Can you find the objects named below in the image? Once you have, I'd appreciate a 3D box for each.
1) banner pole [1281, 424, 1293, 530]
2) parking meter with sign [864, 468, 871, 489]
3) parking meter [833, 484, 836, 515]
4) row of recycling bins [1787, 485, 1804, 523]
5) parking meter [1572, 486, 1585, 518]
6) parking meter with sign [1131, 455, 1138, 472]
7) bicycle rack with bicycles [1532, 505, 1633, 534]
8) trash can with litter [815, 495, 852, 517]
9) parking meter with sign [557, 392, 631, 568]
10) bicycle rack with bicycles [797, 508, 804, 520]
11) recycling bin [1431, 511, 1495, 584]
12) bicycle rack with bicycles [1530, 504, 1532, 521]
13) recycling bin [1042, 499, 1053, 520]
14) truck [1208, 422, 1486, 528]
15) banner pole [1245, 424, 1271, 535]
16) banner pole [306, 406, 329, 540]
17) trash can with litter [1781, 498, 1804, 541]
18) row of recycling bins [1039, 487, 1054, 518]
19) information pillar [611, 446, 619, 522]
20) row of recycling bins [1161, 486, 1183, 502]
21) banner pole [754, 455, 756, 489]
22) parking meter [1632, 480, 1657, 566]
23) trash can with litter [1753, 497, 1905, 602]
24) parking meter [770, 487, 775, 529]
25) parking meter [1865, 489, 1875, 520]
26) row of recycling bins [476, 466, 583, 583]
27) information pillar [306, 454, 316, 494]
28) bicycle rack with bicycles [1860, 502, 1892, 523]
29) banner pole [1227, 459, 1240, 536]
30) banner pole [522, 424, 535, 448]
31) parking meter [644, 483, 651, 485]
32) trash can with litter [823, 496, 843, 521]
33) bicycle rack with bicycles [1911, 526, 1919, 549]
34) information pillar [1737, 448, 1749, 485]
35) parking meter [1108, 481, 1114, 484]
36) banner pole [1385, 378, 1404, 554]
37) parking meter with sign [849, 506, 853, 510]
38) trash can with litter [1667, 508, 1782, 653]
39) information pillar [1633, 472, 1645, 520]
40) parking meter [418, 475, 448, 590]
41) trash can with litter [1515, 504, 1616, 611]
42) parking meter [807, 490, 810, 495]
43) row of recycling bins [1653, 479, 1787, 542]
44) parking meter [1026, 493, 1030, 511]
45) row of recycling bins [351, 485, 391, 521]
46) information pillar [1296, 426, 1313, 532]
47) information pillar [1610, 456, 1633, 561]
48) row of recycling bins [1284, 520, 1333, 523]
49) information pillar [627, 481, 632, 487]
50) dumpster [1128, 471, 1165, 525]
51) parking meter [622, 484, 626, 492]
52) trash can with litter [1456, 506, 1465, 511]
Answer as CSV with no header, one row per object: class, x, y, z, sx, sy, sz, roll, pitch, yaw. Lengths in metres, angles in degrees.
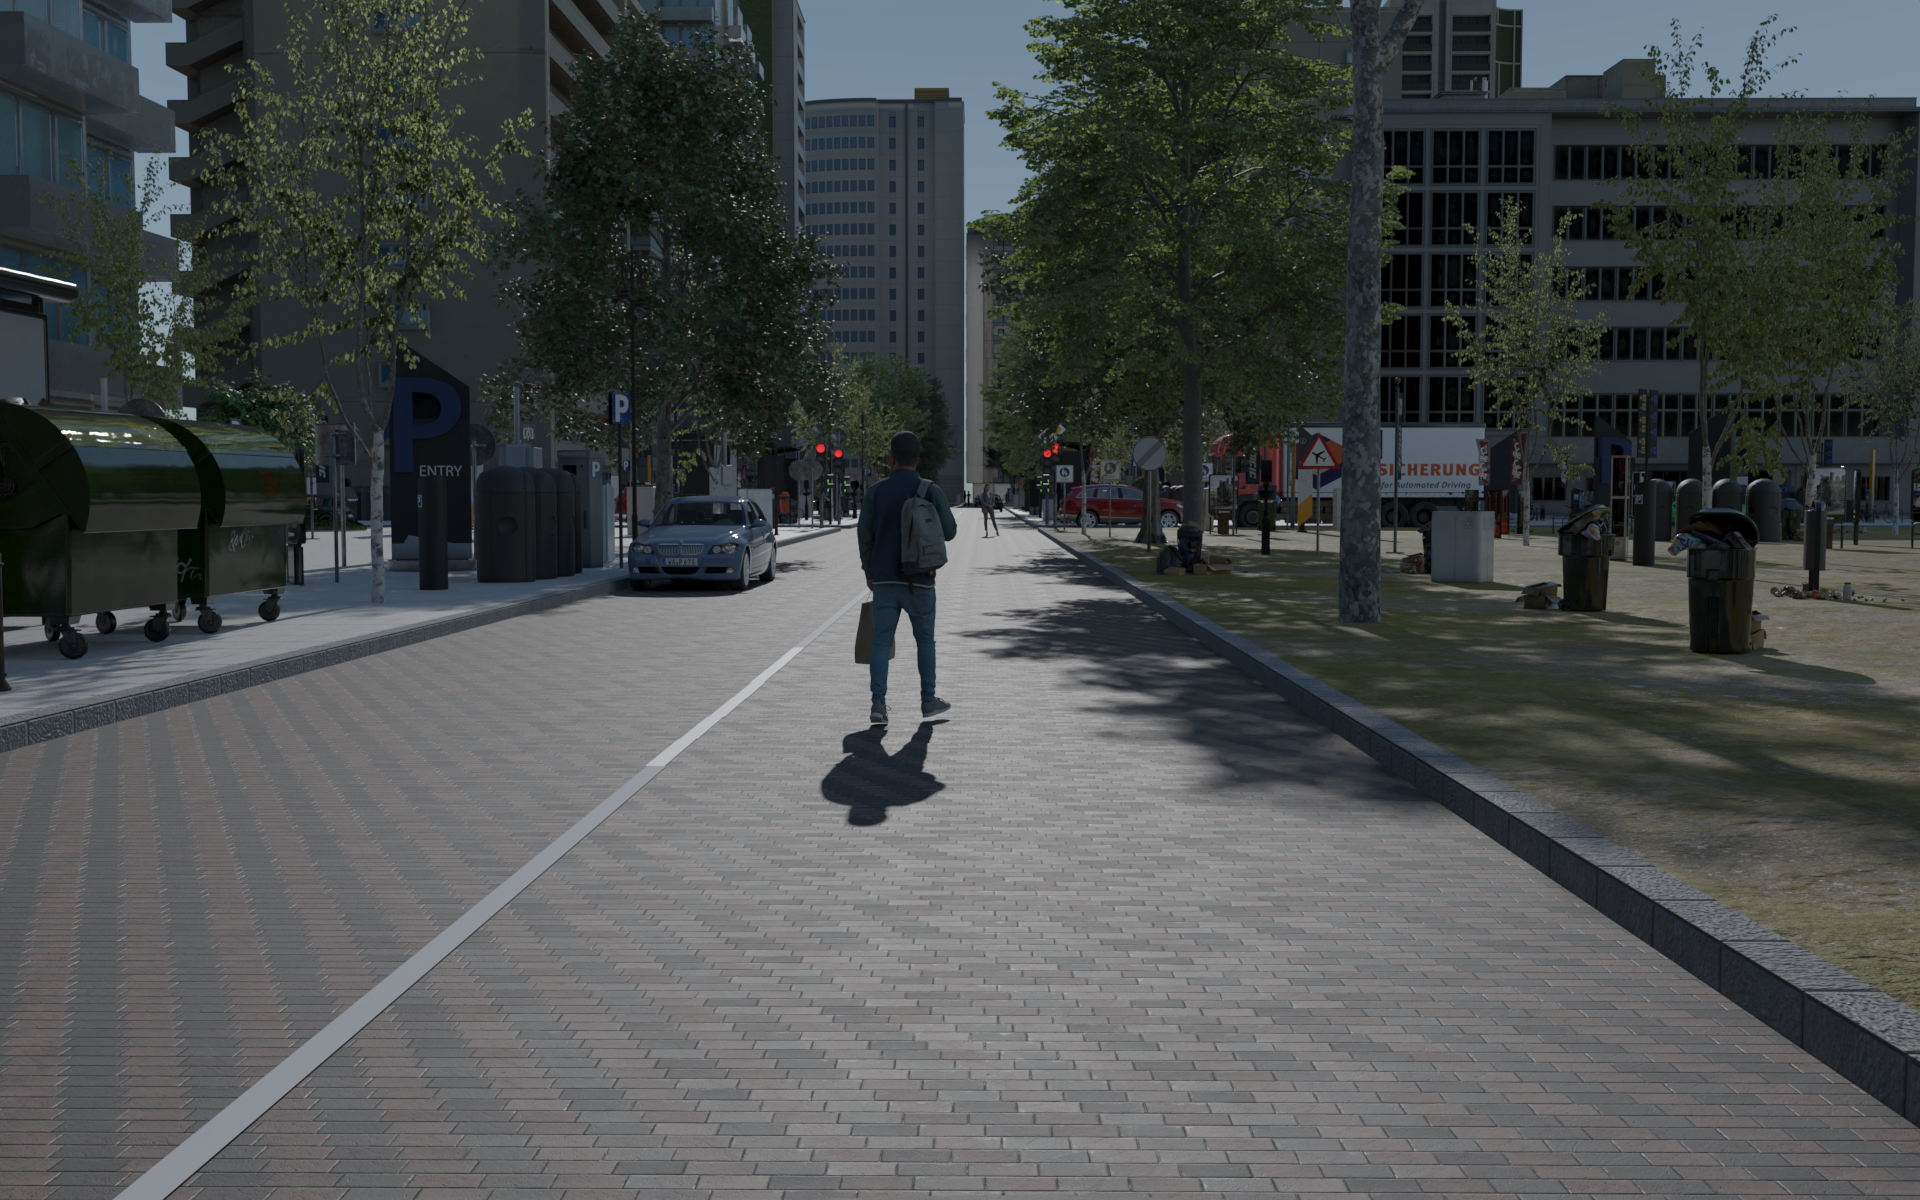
banner pole,11.808,-4.407,62.063,0.401,3.779,0.863,2,4,26
parking meter with sign,-5.936,-7.422,117.612,0.543,3.016,1.738,1,4,21
parking meter,-7.379,-5.838,101.170,0.255,1.863,0.399,-3,4,-37
row of recycling bins,37.018,-4.257,76.721,1.069,1.692,3.534,-3,4,-37
parking meter,20.516,-2.999,57.442,0.372,1.533,0.369,0,3,0
parking meter with sign,8.122,-4.934,76.924,0.543,3.016,1.738,1,4,22
bicycle rack with bicycles,20.626,-2.602,55.917,2.925,0.926,2.852,-3,5,-41
trash can with litter,-7.788,-5.869,107.019,2.233,1.210,1.678,0,4,2
parking meter with sign,-6.609,-2.073,30.152,1.738,3.016,0.543,2,4,23
bicycle rack with bicycles,-9.159,-4.234,82.600,2.925,0.926,2.852,1,4,12
recycling bin,7.333,-0.777,25.254,0.722,1.027,0.722,2,4,33
bicycle rack with bicycles,26.855,-4.257,82.988,2.852,0.926,2.925,1,4,18
recycling bin,4.432,-4.460,85.471,0.722,1.027,0.722,0,4,-3
truck,14.894,-4.890,68.857,11.283,4.237,2.839,0,4,0
banner pole,9.264,-3.907,53.895,0.863,3.779,0.401,2,4,25
banner pole,-18.106,-3.597,48.827,0.863,3.779,0.401,1,4,20
trash can with litter,22.978,-2.209,47.506,0.624,1.170,1.055,0,4,-6
row of recycling bins,4.846,-5.327,94.208,1.069,1.692,3.534,0,4,6
information pillar,-15.698,-5.352,78.855,0.504,3.616,0.183,3,4,36
row of recycling bins,10.684,-5.000,88.866,3.534,1.692,1.069,3,5,44
banner pole,-10.484,-6.139,90.396,0.863,3.779,0.401,0,4,-1
parking meter,12.259,-1.383,31.021,0.372,1.533,0.369,0,3,0
trash can with litter,10.799,-0.654,21.744,1.678,1.210,2.233,1,4,20
parking meter,-6.984,-3.399,63.988,0.372,1.533,0.369,0,3,0
parking meter,43.917,-4.599,83.602,0.372,1.533,0.369,0,3,0
row of recycling bins,-6.550,-1.196,26.665,1.069,1.692,3.534,0,4,2
information pillar,-32.487,-5.837,86.790,0.183,3.616,0.504,3,5,42
bicycle rack with bicycles,40.510,-3.919,77.464,2.925,0.926,2.852,-1,4,-21
banner pole,8.286,-3.826,52.576,0.401,3.779,0.863,1,4,17
banner pole,-13.604,-3.921,54.132,0.401,3.779,0.863,3,5,41
parking meter,-16.006,-5.089,88.911,0.255,1.863,0.399,-2,4,-32
trash can with litter,-6.073,-4.345,82.431,1.055,1.170,0.624,1,4,16
bicycle rack with bicycles,23.601,-1.650,40.352,2.852,0.926,2.925,-1,4,-15
information pillar,36.913,-5.526,81.703,0.504,3.616,0.183,3,4,37
parking meter,6.827,-4.447,78.424,0.255,1.863,0.399,0,4,2
banner pole,9.492,-2.905,37.512,0.401,3.779,0.863,2,4,24
parking meter with sign,-8.823,-8.561,136.238,0.543,3.016,1.738,-2,4,-35
trash can with litter,6.258,-0.173,14.221,0.624,1.170,1.055,3,4,37
information pillar,22.442,-3.230,57.308,0.304,2.012,0.304,-3,5,-40
parking meter,-7.064,-0.905,23.216,0.372,1.533,0.369,0,3,0
trash can with litter,6.662,-0.473,19.126,0.624,1.170,1.055,-3,5,-44
parking meter,-8.906,-5.735,102.175,0.372,1.533,0.369,0,3,0
row of recycling bins,20.440,-2.453,47.213,3.534,1.692,1.069,1,4,16
parking meter,5.075,-7.578,129.611,0.255,1.863,0.399,0,4,7
row of recycling bins,-28.713,-4.689,83.786,3.534,1.692,1.069,2,4,33
information pillar,11.577,-4.084,58.128,0.504,3.616,0.183,0,4,7
information pillar,12.675,-1.761,33.279,0.304,2.012,0.304,2,4,30
row of recycling bins,15.962,-4.226,76.201,3.534,1.692,1.069,2,4,31
information pillar,-18.340,-5.612,96.253,0.304,2.012,0.304,2,4,25
dumpster,7.820,-4.320,73.132,1.502,2.255,1.985,0,4,1
parking meter,-19.599,-5.859,101.506,0.255,1.863,0.399,1,4,19
trash can with litter,40.644,-7.897,140.496,0.624,1.170,1.055,2,4,29
